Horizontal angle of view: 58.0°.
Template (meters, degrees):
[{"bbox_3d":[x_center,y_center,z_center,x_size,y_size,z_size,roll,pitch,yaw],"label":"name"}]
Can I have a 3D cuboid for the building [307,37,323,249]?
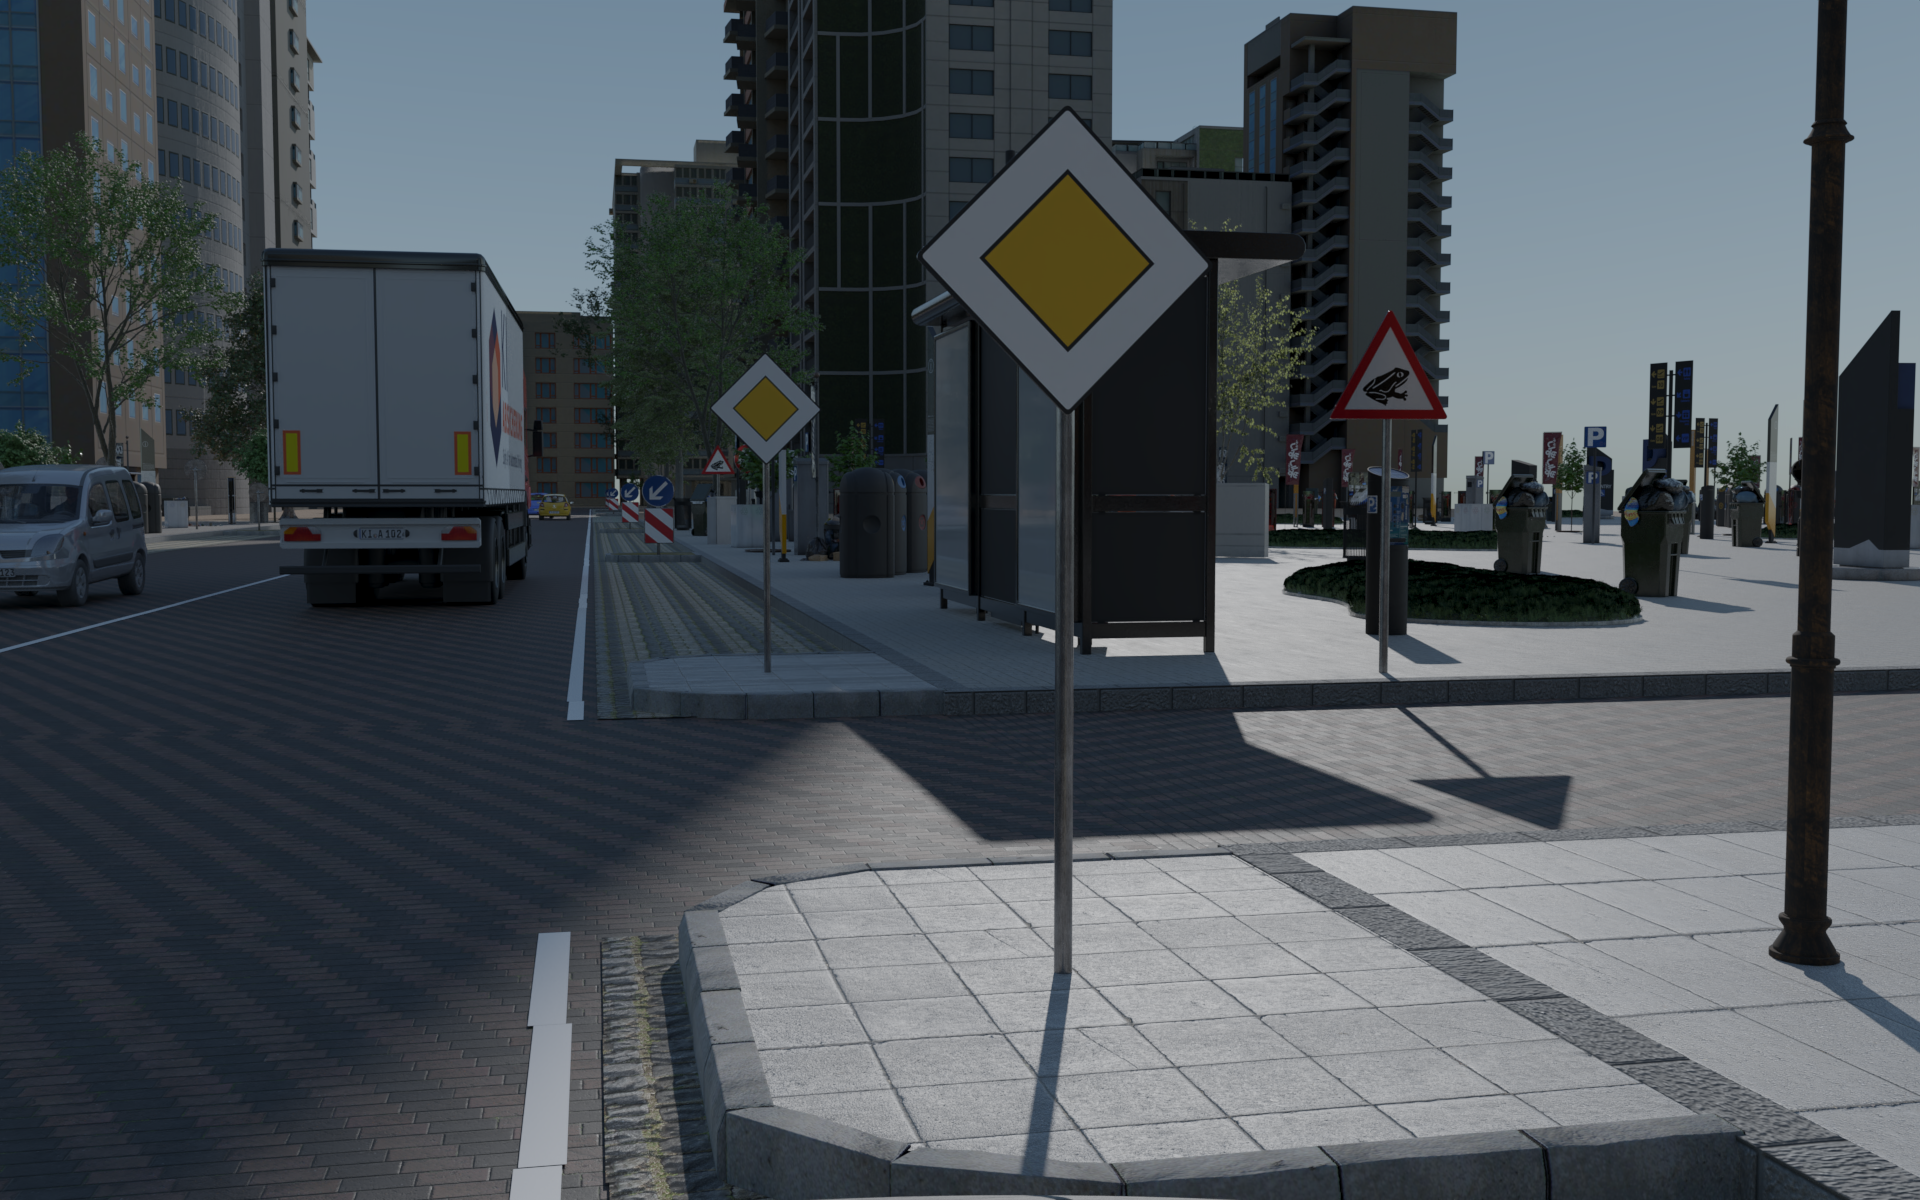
[{"bbox_3d":[-80.030,-36.120,179.800,27.495,52.752,28.713,-1,4,-12],"label":"building"}]

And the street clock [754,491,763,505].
[{"bbox_3d":[-5.237,-2.507,45.552,0.471,2.002,0.358,3,5,42],"label":"street clock"}]

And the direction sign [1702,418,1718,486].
[{"bbox_3d":[22.193,-3.643,51.567,0.876,3.537,0.379,-2,4,-24],"label":"direction sign"}]

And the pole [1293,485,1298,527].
[{"bbox_3d":[12.991,-4.471,66.949,0.158,3.312,0.155,0,3,0],"label":"pole"}]

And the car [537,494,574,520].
[{"bbox_3d":[-22.568,-5.276,96.494,2.015,1.641,3.980,-1,4,-12],"label":"car"}]

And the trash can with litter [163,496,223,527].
[{"bbox_3d":[-30.385,-3.518,68.572,2.233,1.210,1.678,-2,4,-28],"label":"trash can with litter"}]

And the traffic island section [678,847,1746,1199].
[{"bbox_3d":[0.295,1.077,4.667,2.009,0.180,2.903,-1,4,-12],"label":"traffic island section"}]

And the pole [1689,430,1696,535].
[{"bbox_3d":[23.195,-3.731,54.843,0.158,3.312,0.155,0,3,0],"label":"pole"}]

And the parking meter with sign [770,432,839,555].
[{"bbox_3d":[-3.116,-2.457,36.439,1.738,3.016,0.543,-1,4,-17],"label":"parking meter with sign"}]

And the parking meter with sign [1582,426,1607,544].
[{"bbox_3d":[16.594,-3.005,45.396,0.543,3.016,1.738,1,4,18],"label":"parking meter with sign"}]

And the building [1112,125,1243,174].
[{"bbox_3d":[22.747,-31.263,194.737,14.086,41.232,14.154,-1,4,-12],"label":"building"}]

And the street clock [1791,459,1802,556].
[{"bbox_3d":[17.331,-1.898,35.597,0.471,2.002,0.358,1,4,18],"label":"street clock"}]

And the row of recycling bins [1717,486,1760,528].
[{"bbox_3d":[29.920,-3.646,66.724,1.069,1.692,3.534,1,4,16],"label":"row of recycling bins"}]

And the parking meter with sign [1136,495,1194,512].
[{"bbox_3d":[3.824,-2.330,34.356,1.738,3.016,0.543,1,4,9],"label":"parking meter with sign"}]

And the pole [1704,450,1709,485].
[{"bbox_3d":[34.312,-5.247,79.634,0.158,3.312,0.155,0,3,0],"label":"pole"}]

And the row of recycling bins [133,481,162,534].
[{"bbox_3d":[-26.741,-2.946,55.276,1.069,1.692,3.534,1,4,10],"label":"row of recycling bins"}]

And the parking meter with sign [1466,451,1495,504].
[{"bbox_3d":[21.071,-4.562,70.846,0.543,3.016,1.738,-1,4,-20],"label":"parking meter with sign"}]

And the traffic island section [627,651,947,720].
[{"bbox_3d":[-1.366,0.600,12.478,2.009,0.180,2.903,-1,4,-12],"label":"traffic island section"}]

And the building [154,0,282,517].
[{"bbox_3d":[-56.115,-34.550,106.892,21.231,58.520,28.212,-1,4,-12],"label":"building"}]

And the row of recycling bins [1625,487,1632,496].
[{"bbox_3d":[37.176,-5.385,95.160,1.069,1.692,3.534,2,4,27],"label":"row of recycling bins"}]

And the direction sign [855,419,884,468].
[{"bbox_3d":[-2.708,-3.681,52.184,0.876,3.537,0.379,-1,4,-14],"label":"direction sign"}]

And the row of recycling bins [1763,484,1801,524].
[{"bbox_3d":[35.193,-4.088,73.958,3.534,1.692,1.069,2,4,28],"label":"row of recycling bins"}]

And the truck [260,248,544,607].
[{"bbox_3d":[-7.785,-2.235,25.458,2.839,4.237,11.283,-1,4,-11],"label":"truck"}]

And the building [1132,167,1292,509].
[{"bbox_3d":[20.819,-23.575,157.153,14.107,30.474,14.160,-1,4,-12],"label":"building"}]

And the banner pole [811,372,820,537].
[{"bbox_3d":[-2.959,-2.772,35.336,0.401,3.779,0.863,0,4,6],"label":"banner pole"}]

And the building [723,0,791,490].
[{"bbox_3d":[-7.698,-29.796,141.789,22.147,44.769,28.867,-1,4,-12],"label":"building"}]

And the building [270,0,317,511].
[{"bbox_3d":[-63.193,-31.242,134.515,21.600,48.544,21.300,-1,4,-12],"label":"building"}]

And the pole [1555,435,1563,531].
[{"bbox_3d":[20.534,-4.007,59.352,0.158,3.312,0.155,0,3,0],"label":"pole"}]

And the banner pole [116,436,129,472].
[{"bbox_3d":[-35.966,-5.161,74.393,0.401,3.779,0.863,3,5,45],"label":"banner pole"}]

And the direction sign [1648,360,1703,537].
[{"bbox_3d":[12.174,-2.308,29.739,0.379,3.537,0.876,-2,4,-27],"label":"direction sign"}]

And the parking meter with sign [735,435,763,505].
[{"bbox_3d":[-5.146,-3.078,46.583,1.738,3.016,0.543,-1,4,-11],"label":"parking meter with sign"}]

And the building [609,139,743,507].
[{"bbox_3d":[-26.595,-30.642,192.872,23.993,40.220,32.217,-1,4,-12],"label":"building"}]

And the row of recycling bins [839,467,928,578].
[{"bbox_3d":[-1.095,-1.274,27.950,1.069,1.692,3.534,1,4,16],"label":"row of recycling bins"}]

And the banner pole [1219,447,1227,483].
[{"bbox_3d":[12.162,-5.569,81.075,0.863,3.779,0.401,3,4,39],"label":"banner pole"}]

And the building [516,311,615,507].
[{"bbox_3d":[-52.148,-20.883,186.471,28.899,21.520,27.650,-1,4,-12],"label":"building"}]

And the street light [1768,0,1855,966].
[{"bbox_3d":[2.336,-1.947,4.615,0.468,5.910,1.993,-1,4,-12],"label":"street light"}]

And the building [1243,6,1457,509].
[{"bbox_3d":[34.976,-31.074,158.169,14.200,45.320,14.600,-1,4,-12],"label":"building"}]

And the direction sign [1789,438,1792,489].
[{"bbox_3d":[33.477,-4.762,69.856,0.379,3.537,0.876,1,4,22],"label":"direction sign"}]

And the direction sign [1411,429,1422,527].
[{"bbox_3d":[16.003,-4.207,60.774,0.379,3.537,0.876,-1,4,-9],"label":"direction sign"}]

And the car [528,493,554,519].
[{"bbox_3d":[-24.963,-5.694,102.686,1.945,1.707,3.694,-1,4,-12],"label":"car"}]

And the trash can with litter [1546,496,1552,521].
[{"bbox_3d":[27.986,-4.311,81.870,0.624,1.170,1.055,2,4,35],"label":"trash can with litter"}]

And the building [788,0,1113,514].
[{"bbox_3d":[-2.478,-41.504,116.846,20.563,71.187,20.611,-1,4,-12],"label":"building"}]

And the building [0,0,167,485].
[{"bbox_3d":[-49.346,-26.699,86.640,14.600,45.320,14.200,-1,4,-12],"label":"building"}]
